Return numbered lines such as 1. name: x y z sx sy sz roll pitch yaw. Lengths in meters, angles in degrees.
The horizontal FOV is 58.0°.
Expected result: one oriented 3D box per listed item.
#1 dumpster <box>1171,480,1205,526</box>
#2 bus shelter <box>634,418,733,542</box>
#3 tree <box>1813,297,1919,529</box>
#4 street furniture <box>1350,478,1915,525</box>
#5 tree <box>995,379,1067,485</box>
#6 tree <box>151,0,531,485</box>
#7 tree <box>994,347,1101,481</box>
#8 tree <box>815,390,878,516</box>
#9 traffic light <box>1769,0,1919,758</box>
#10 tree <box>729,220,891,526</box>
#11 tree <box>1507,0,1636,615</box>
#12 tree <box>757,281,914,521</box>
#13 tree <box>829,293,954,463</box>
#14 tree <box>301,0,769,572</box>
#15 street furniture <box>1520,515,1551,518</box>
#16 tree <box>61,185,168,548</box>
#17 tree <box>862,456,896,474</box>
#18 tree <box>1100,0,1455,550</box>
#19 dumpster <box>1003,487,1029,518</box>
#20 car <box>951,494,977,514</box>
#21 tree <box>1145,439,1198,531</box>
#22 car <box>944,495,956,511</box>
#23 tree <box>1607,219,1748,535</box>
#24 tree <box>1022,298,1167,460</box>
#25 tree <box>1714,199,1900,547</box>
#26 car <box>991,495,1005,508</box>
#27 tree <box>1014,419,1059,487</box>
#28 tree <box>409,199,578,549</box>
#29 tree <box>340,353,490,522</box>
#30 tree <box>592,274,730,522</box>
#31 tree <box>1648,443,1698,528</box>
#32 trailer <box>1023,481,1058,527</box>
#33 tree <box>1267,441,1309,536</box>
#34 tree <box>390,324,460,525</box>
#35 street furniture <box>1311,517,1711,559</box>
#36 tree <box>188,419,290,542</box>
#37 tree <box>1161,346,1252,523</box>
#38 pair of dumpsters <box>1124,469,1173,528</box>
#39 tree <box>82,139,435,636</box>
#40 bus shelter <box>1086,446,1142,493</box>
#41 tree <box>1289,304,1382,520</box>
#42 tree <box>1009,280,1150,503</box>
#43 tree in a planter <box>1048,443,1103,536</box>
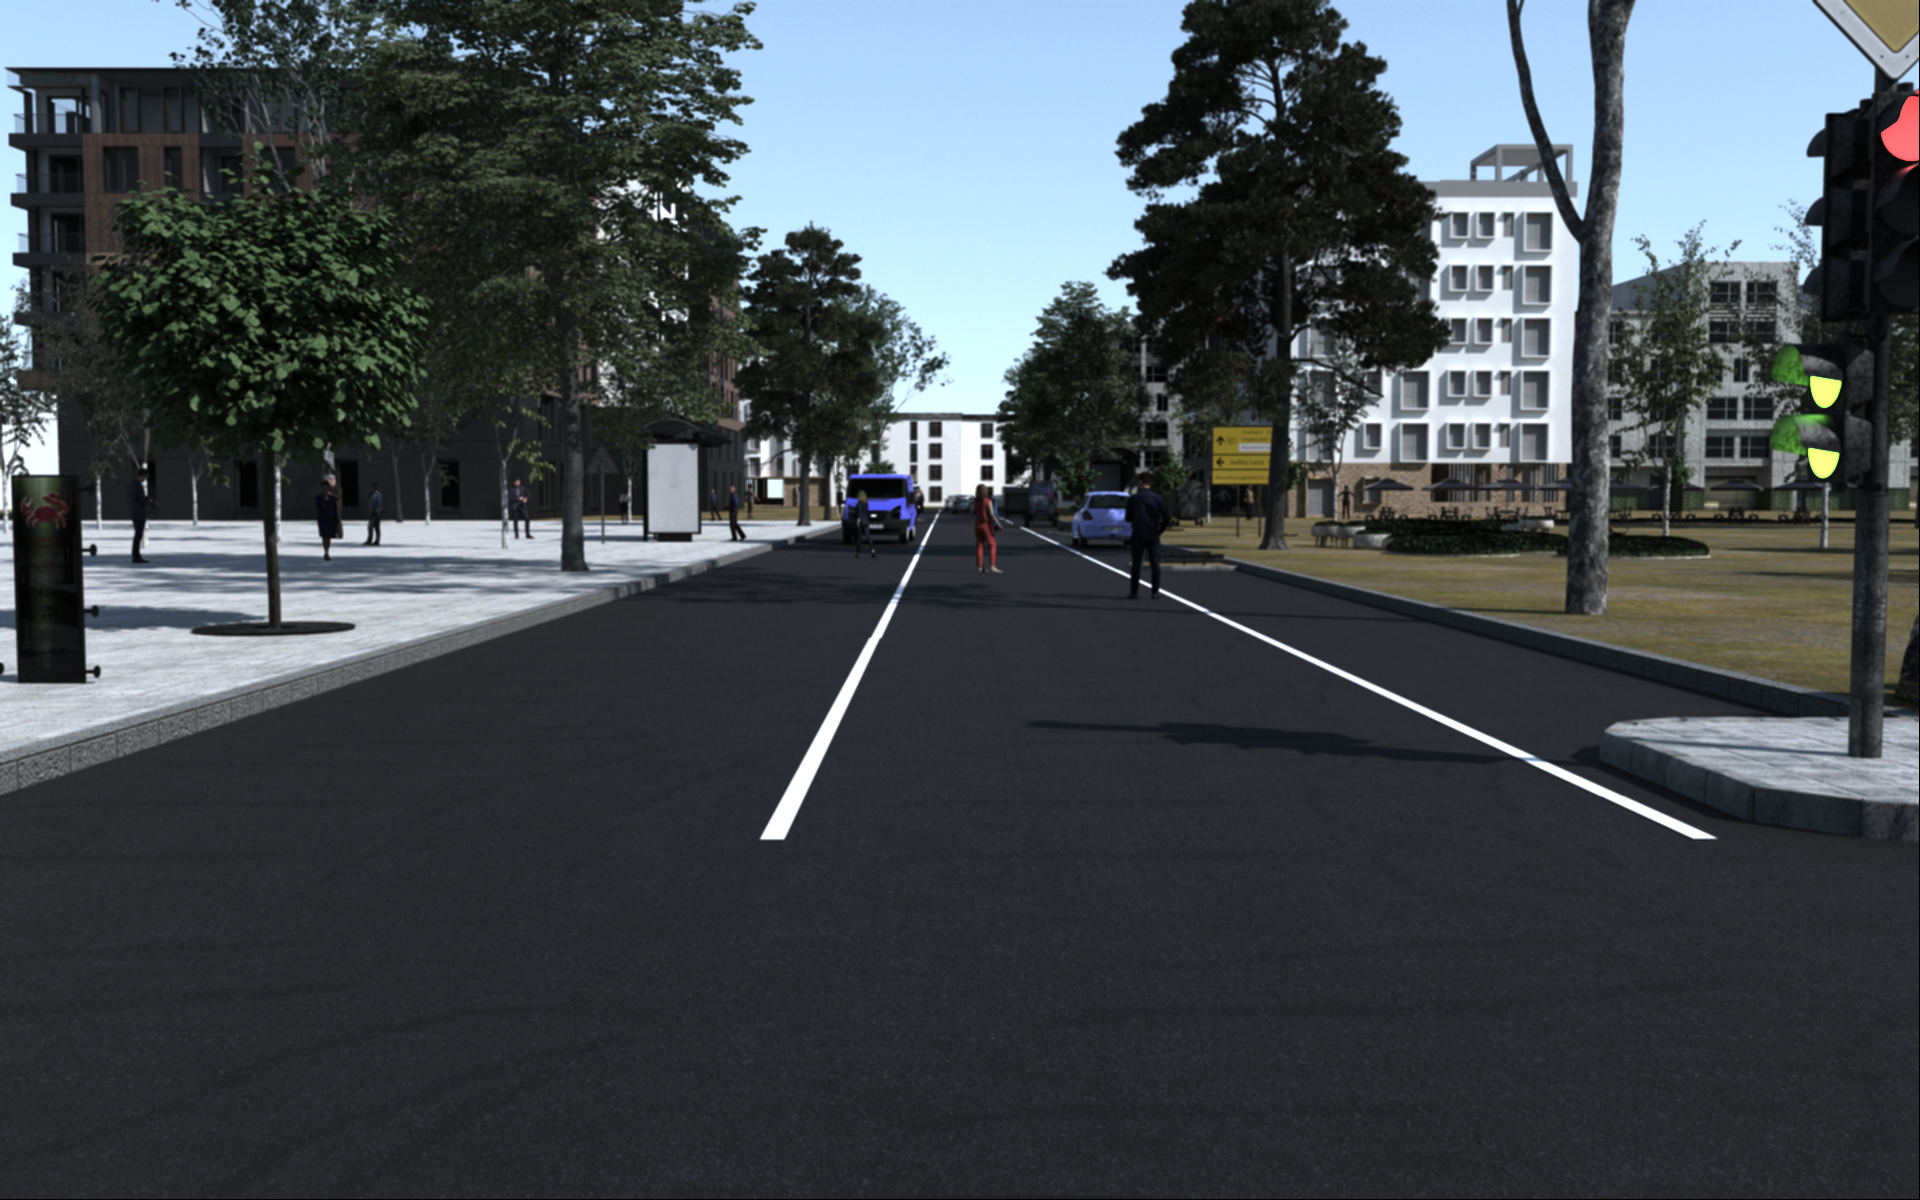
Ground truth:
1. dumpster: 9.186 -3.920 69.857 1.264 1.857 1.865 0 4 0
2. bus shelter: -7.743 -3.359 48.836 2.014 3.302 5.546 0 4 0
3. tree: 35.427 -8.943 64.337 7.486 12.596 7.792 0 3 0
4. street furniture: 30.233 -4.418 77.270 27.439 1.986 14.083 0 4 -1
5. tree: 6.580 -14.263 155.258 6.751 12.117 7.091 0 3 0
6. tree: -20.354 -12.385 58.386 12.611 20.169 13.585 0 3 0
7. tree: 6.118 -11.825 119.100 9.928 11.665 9.643 0 3 0
8. tree: -7.012 -9.270 101.926 4.737 8.622 4.395 0 3 0
9. traffic light: 4.408 -1.169 8.360 0.839 4.213 0.868 0 4 0
10. tree: -6.206 -9.013 69.424 6.751 12.117 7.091 0 3 0
11. tree: 7.823 -9.973 18.954 12.611 20.169 13.585 0 3 0
12. tree: -6.177 -9.605 82.800 9.928 11.665 9.643 0 3 0
13. tree: -6.630 -18.646 160.754 12.611 20.169 13.585 0 3 0
14. tree: -6.801 -6.735 28.243 7.486 12.596 7.792 0 3 0
15. street furniture: 15.968 -2.469 55.995 5.734 0.657 10.072 1 4 9
16. tree: -19.515 -5.527 40.730 4.360 8.622 3.978 0 3 0
17. tree: -6.916 -10.144 149.564 4.285 4.588 4.351 0 3 0
18. tree: 7.525 -8.084 39.598 7.806 13.903 7.818 0 3 0
19. dumpster: 3.573 -5.921 105.021 1.865 1.857 1.264 0 4 -1
20. car: 0.351 -6.795 123.093 2.014 1.417 4.499 0 4 1
21. tree: 7.231 -4.045 60.733 1.663 3.219 1.824 0 3 0
22. car: -0.353 -8.202 146.472 2.083 1.381 4.827 0 4 0
23. tree: 19.357 -5.931 47.340 4.737 8.622 4.395 0 3 0
24. tree: 6.391 -9.090 83.027 7.601 10.594 8.767 0 4 7
25. tree: 20.611 -5.581 41.609 4.360 8.622 3.978 0 3 0
26. car: 3.321 -8.060 144.138 2.083 1.381 4.827 0 3 0
27. tree: 5.751 -11.030 130.710 4.737 8.622 4.395 0 3 0
28. tree: -10.776 -5.503 40.331 4.737 8.622 4.395 0 3 0
29. tree: -25.499 -8.800 78.299 8.767 10.594 7.601 -2 4 -31
30. tree: -9.767 -6.542 57.317 4.360 8.622 3.978 0 3 0
31. tree: 26.932 -4.345 65.646 1.663 3.219 1.824 0 3 0
32. trailer: 3.517 -4.217 75.995 1.471 1.999 3.904 0 4 0
33. tree: 9.956 -3.587 53.248 1.663 3.219 1.824 0 3 0
34. tree: -21.836 -7.344 70.432 4.360 8.622 3.978 0 3 0
35. street furniture: 11.729 -1.425 38.926 5.734 0.657 10.072 -1 4 -10
36. tree: -18.012 -5.857 46.131 4.737 8.622 4.395 0 3 0
37. tree: 10.899 -7.677 75.884 4.737 8.622 4.395 0 3 0
38. pair of dumpsters: 7.301 -3.921 66.595 1.574 2.255 4.436 0 4 0
39. tree: -6.474 -1.992 16.276 4.285 4.588 4.351 0 3 0
40. bus shelter: 6.635 -4.996 75.609 2.014 3.302 5.546 0 4 0
41. tree: 13.998 -7.004 64.877 4.360 8.622 3.978 0 3 0
42. tree: 6.314 -10.678 92.717 7.486 12.596 7.792 0 3 0
43. tree in a planter: 4.086 -3.882 60.699 1.991 3.239 1.994 0 4 0
